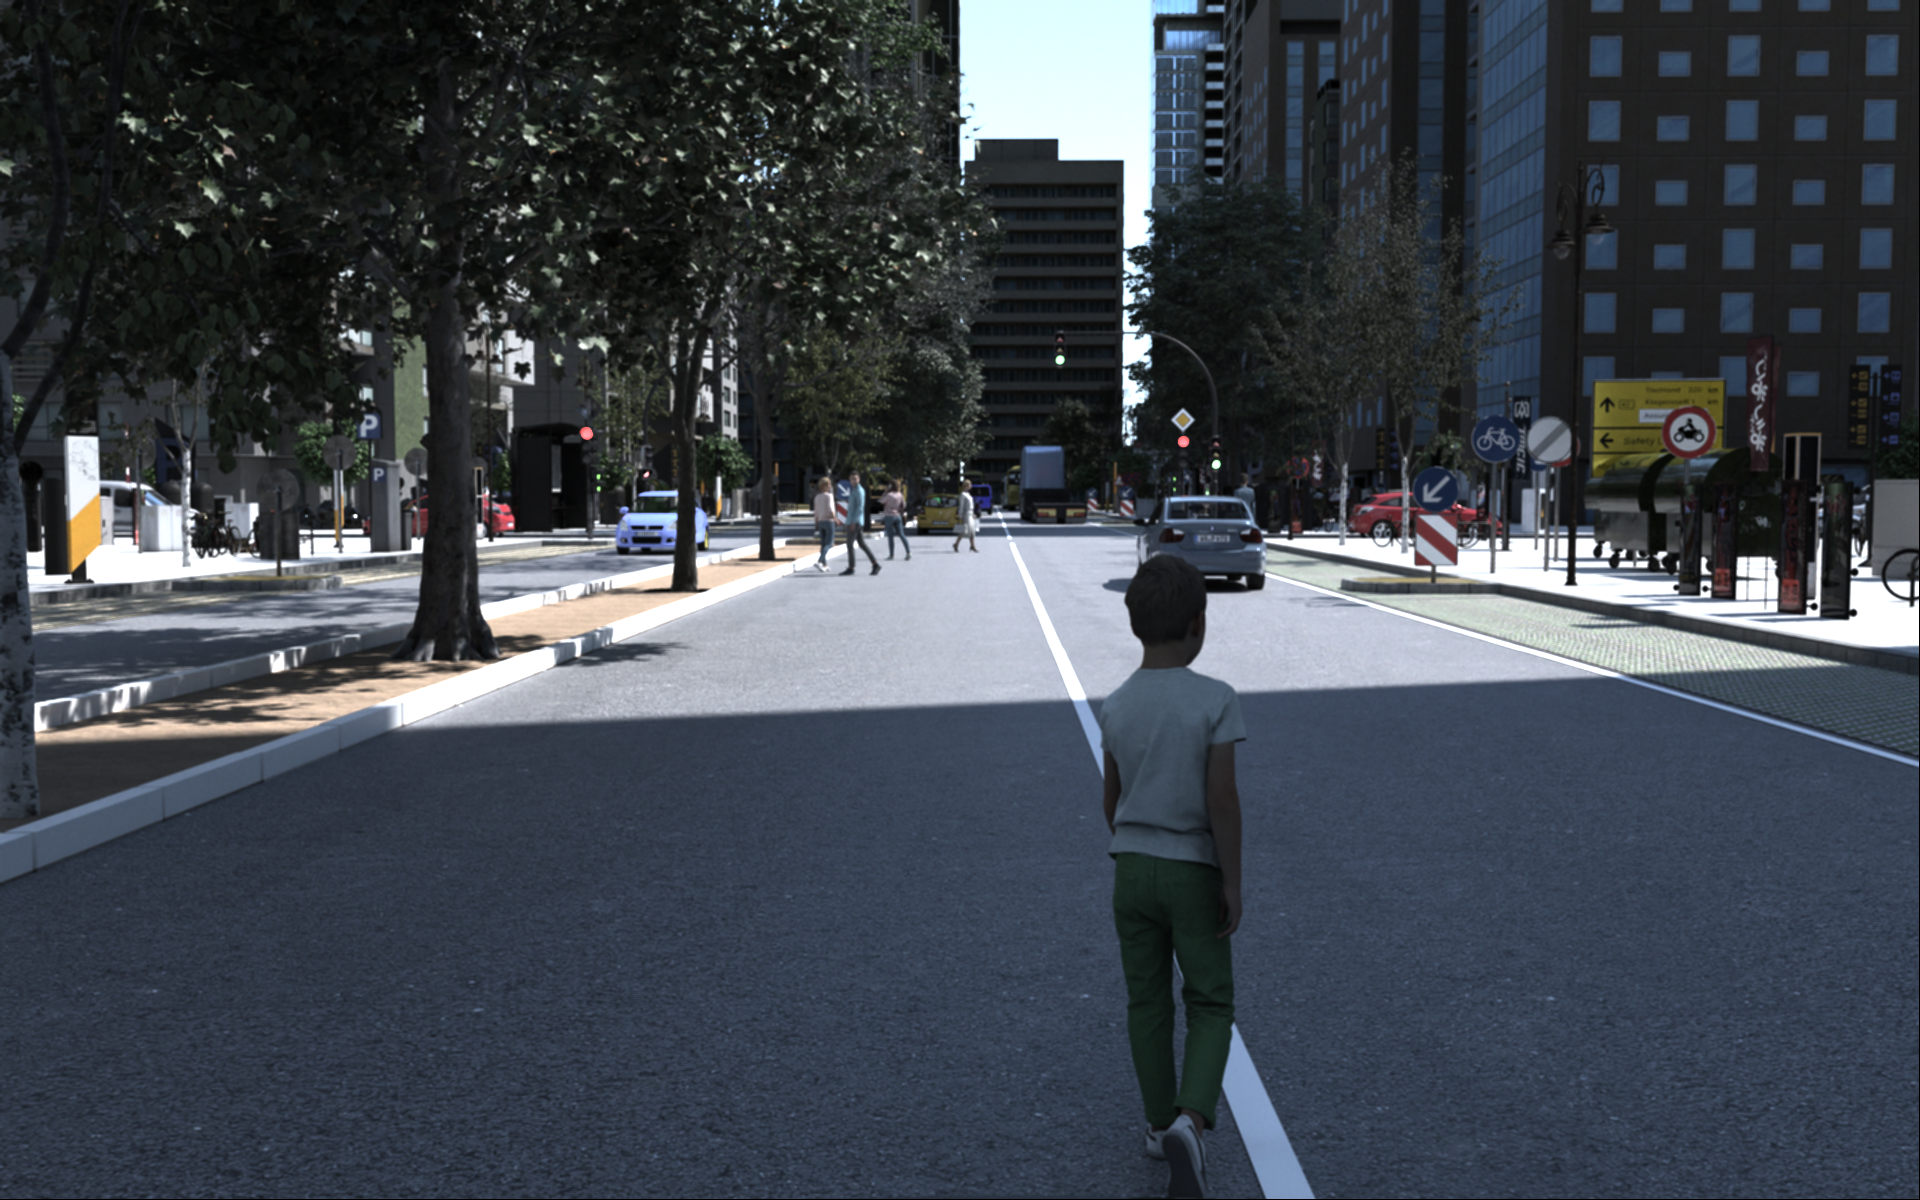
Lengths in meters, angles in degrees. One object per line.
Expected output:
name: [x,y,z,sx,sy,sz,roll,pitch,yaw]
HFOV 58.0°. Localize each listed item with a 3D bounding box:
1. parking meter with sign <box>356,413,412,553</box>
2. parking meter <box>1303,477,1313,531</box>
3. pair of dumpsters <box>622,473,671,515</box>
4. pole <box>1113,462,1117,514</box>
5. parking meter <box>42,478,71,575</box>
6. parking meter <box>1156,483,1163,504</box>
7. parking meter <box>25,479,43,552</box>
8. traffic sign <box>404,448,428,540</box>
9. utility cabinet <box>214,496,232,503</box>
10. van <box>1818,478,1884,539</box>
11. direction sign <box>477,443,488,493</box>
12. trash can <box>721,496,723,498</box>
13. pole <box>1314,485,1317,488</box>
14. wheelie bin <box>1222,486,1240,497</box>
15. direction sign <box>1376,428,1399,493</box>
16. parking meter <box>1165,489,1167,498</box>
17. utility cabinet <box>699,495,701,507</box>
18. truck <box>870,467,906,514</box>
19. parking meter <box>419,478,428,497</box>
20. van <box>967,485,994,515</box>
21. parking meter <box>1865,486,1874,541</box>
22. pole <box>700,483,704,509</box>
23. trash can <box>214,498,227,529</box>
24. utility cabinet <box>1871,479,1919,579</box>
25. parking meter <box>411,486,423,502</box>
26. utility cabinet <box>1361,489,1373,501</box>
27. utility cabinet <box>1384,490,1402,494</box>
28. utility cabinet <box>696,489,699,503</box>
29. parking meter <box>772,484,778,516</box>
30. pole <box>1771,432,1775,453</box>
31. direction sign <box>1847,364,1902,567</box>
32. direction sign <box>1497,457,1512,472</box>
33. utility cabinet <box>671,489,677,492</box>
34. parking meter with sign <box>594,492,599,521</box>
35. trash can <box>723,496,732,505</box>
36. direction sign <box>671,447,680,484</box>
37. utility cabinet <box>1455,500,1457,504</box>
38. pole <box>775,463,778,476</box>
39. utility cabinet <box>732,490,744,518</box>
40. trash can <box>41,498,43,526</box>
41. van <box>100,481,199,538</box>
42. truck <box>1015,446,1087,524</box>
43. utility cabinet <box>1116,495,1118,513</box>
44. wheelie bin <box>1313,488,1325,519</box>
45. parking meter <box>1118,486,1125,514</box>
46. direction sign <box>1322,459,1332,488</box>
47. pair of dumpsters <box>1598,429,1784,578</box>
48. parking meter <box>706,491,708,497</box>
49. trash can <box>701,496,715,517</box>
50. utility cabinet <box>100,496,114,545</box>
parking meter with sign: [-12.674,-2.570,38.280,0.543,3.016,1.738,0,4,5]
parking meter: [12.134,-3.346,60.419,0.255,1.863,0.399,3,4,38]
pair of dumpsters: [-14.089,-4.604,77.763,1.574,2.255,4.437,0,4,1]
pole: [9.923,-7.164,110.977,0.158,3.312,0.155,0,3,0]
parking meter: [-14.320,-1.165,27.457,0.372,1.533,0.369,0,3,0]
parking meter: [9.958,-4.901,85.842,0.399,1.863,0.255,3,4,39]
parking meter: [-20.638,-2.011,38.589,0.255,1.863,0.399,-1,4,-17]
traffic sign: [-14.991,-2.923,47.892,0.768,2.556,0.104,0,4,4]
utility cabinet: [-29.864,-3.585,69.772,1.020,1.237,0.306,-1,4,-17]
van: [28.243,-2.816,53.048,4.112,2.044,2.013,0,4,1]
direction sign: [-21.276,-5.227,77.452,0.876,3.537,0.379,2,4,33]
trash can: [-17.603,-7.020,126.438,0.748,1.137,0.748,0,3,0]
pole: [23.527,-7.388,114.631,0.158,3.312,0.155,0,3,0]
wheelie bin: [10.331,-3.532,65.658,0.980,1.594,0.693,0,4,-7]
direction sign: [14.652,-4.126,59.449,0.379,3.537,0.876,-3,5,-44]
parking meter: [11.125,-5.270,94.575,0.372,1.533,0.369,0,3,0]
utility cabinet: [-16.235,-5.782,105.689,1.020,1.237,0.306,-3,4,-38]
truck: [-5.478,-7.918,125.387,3.469,3.379,9.791,0,4,0]
parking meter: [-19.188,-3.447,62.062,0.399,1.863,0.255,0,4,-8]
van: [1.270,-7.129,120.949,2.240,2.365,5.245,0,3,0]
parking meter: [25.218,-2.412,47.854,0.372,1.533,0.369,0,3,0]
pole: [-14.977,-6.532,100.642,0.158,3.312,0.155,0,3,0]
trash can: [-27.662,-3.230,64.471,0.748,1.137,0.748,0,3,0]
utility cabinet: [14.299,-1.065,26.099,0.318,1.500,1.173,-1,4,-9]
parking meter: [-17.689,-2.937,56.428,0.372,1.533,0.369,0,3,0]
utility cabinet: [18.501,-4.282,78.692,0.318,1.500,1.173,2,4,23]
utility cabinet: [22.765,-5.001,90.447,1.173,1.500,0.318,2,4,31]
utility cabinet: [-12.818,-4.493,82.145,0.318,1.500,1.173,-3,5,-42]
parking meter: [-11.009,-5.934,102.724,0.399,1.863,0.255,0,4,6]
pole: [21.667,-3.211,46.335,0.158,3.312,0.155,0,3,0]
direction sign: [16.004,-2.347,30.375,0.876,3.537,0.379,0,4,6]
direction sign: [19.553,-4.294,62.199,0.876,3.537,0.379,-1,4,-17]
utility cabinet: [-13.048,-4.402,80.657,0.318,1.500,1.173,2,4,25]
parking meter with sign: [-17.564,-5.256,82.195,0.543,3.016,1.738,3,5,44]
trash can: [-14.094,-5.861,107.478,0.748,1.137,0.748,0,3,0]
direction sign: [-13.563,-5.602,83.590,0.876,3.537,0.379,-3,5,-41]
utility cabinet: [26.016,-4.918,91.574,0.306,1.237,1.020,2,4,26]
pole: [-12.056,-7.331,113.704,0.158,3.312,0.155,0,3,0]
utility cabinet: [-11.583,-5.001,90.448,0.318,1.500,1.173,0,4,8]
trash can: [-36.915,-3.569,70.014,0.748,1.137,0.748,0,3,0]
van: [-25.415,-2.825,53.201,4.112,2.044,2.013,0,4,2]
truck: [4.707,-6.198,91.094,2.967,4.110,18.799,0,4,0]
utility cabinet: [11.057,-6.614,119.308,1.020,1.237,0.306,1,4,13]
wheelie bin: [17.260,-4.659,84.075,0.693,1.594,0.980,-3,4,-38]
parking meter: [10.137,-6.306,108.810,0.399,1.863,0.255,-2,4,-28]
direction sign: [23.923,-7.420,113.310,0.876,3.537,0.379,-1,4,-21]
pair of dumpsters: [11.838,-1.557,27.946,1.574,2.255,4.437,0,4,1]
parking meter: [-18.071,-6.993,122.743,0.372,1.533,0.369,0,3,0]
trash can: [-14.173,-5.221,97.023,0.748,1.137,0.748,0,3,0]
utility cabinet: [-21.637,-1.962,43.248,0.306,1.237,1.020,1,4,21]
